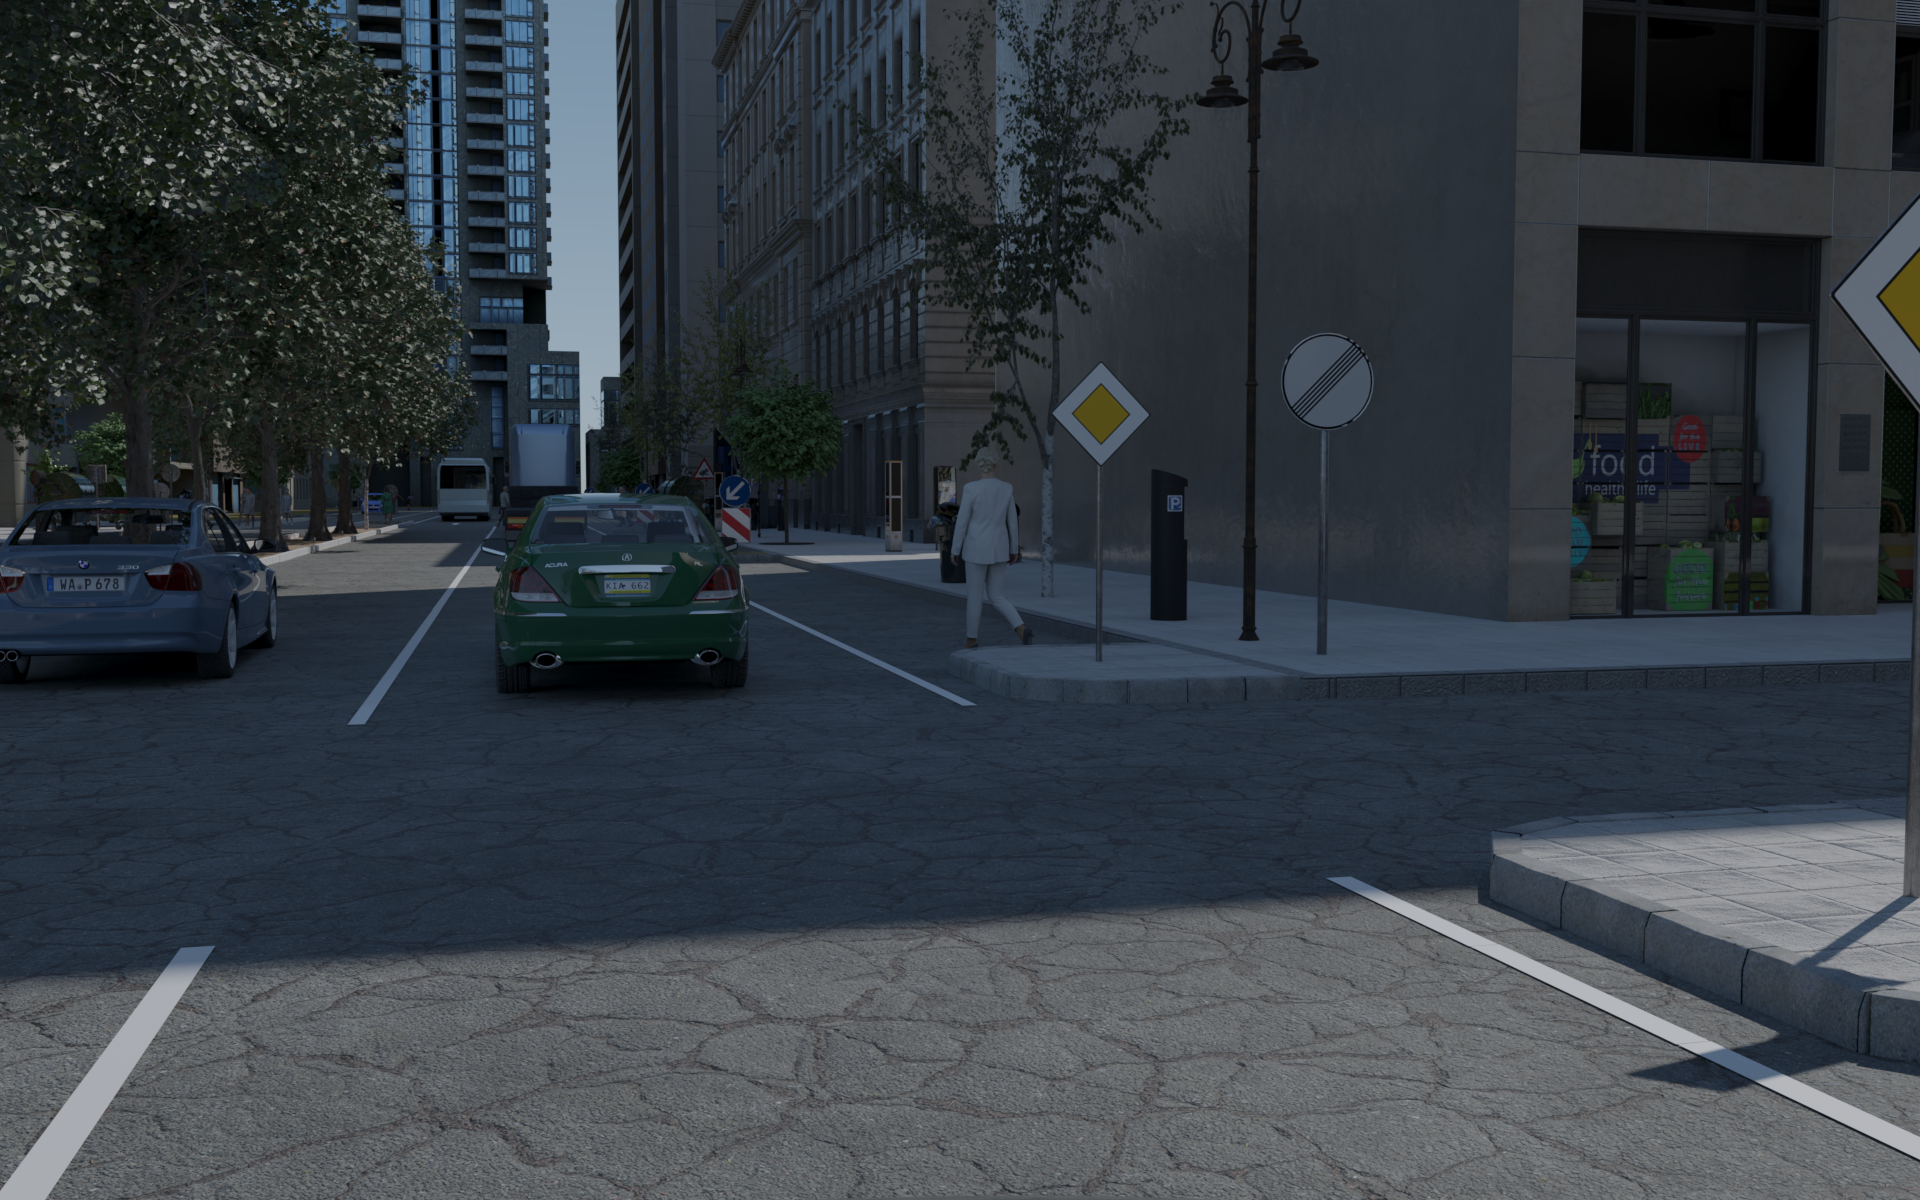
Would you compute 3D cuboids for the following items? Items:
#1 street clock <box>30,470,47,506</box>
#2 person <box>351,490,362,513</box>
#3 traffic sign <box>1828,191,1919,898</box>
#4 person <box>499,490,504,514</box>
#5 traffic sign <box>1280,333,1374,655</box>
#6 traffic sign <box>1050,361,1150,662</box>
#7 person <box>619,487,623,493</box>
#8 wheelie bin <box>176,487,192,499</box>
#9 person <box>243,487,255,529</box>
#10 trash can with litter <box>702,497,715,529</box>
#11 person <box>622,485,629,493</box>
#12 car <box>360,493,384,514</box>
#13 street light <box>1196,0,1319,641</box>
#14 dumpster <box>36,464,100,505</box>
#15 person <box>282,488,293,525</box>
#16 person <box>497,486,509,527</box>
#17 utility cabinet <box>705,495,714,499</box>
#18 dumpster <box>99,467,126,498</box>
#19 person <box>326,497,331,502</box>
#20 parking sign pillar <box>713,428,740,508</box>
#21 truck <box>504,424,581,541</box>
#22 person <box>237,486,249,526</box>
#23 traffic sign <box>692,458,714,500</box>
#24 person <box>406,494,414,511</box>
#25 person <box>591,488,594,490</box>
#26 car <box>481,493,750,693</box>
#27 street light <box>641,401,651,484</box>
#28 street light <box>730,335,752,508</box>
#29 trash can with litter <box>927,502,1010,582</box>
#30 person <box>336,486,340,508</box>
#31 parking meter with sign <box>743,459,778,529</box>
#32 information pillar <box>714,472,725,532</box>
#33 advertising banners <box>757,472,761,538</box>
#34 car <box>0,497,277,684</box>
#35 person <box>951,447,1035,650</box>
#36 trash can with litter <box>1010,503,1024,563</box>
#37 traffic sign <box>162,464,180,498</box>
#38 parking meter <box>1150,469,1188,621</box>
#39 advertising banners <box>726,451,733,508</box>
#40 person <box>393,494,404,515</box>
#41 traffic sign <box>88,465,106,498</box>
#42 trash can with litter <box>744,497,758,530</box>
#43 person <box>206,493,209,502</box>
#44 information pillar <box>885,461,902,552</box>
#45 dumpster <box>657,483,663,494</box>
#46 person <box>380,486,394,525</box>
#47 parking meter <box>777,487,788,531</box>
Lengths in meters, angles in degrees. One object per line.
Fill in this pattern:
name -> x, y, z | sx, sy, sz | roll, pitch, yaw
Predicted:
street clock -> -28.074, -2.950, 52.800 | 0.471, 2.002, 0.358 | 2, 4, 28
person -> -45.368, -7.377, 129.896 | 1.217, 1.735, 0.721 | 1, 4, 9
traffic sign -> 3.035, -0.111, 5.464 | 0.795, 2.450, 0.064 | -1, 4, -14
person -> -32.525, -6.950, 123.048 | 0.530, 1.710, 0.541 | -1, 4, -12
traffic sign -> 2.895, -0.836, 13.777 | 0.768, 2.556, 0.104 | -1, 4, -9
traffic sign -> 1.061, -0.585, 13.202 | 0.795, 2.450, 0.064 | -1, 4, -14
person -> -15.849, -4.413, 81.130 | 0.782, 1.767, 0.515 | 2, 4, 30
wheelie bin -> -34.733, -4.260, 77.564 | 0.693, 1.594, 0.980 | -2, 4, -26
person -> -29.405, -3.819, 71.699 | 0.466, 1.731, 0.760 | -1, 4, -17
trash can with litter -> -8.735, -2.989, 60.257 | 0.624, 1.170, 1.055 | -1, 4, -17
person -> -14.687, -4.110, 75.802 | 0.767, 1.812, 0.694 | 1, 4, 21
car -> -41.581, -6.942, 123.087 | 1.945, 1.707, 3.694 | -1, 4, -15
street light -> 2.536, -2.583, 15.024 | 0.468, 5.910, 1.993 | -1, 4, -14
dumpster -> -29.216, -3.301, 56.459 | 1.502, 2.255, 1.985 | -1, 4, -14
person -> -30.929, -4.291, 79.663 | 0.512, 1.701, 0.522 | -1, 4, -9
person -> -19.711, -4.043, 75.087 | 0.782, 1.767, 0.515 | 3, 5, 42
utility cabinet -> -11.912, -4.335, 82.032 | 0.306, 1.237, 1.020 | 2, 4, 33
dumpster -> -30.567, -3.645, 62.091 | 1.502, 2.255, 1.985 | -1, 4, -14
person -> -40.618, -6.209, 110.022 | 1.348, 1.824, 0.705 | -3, 5, -42
parking sign pillar -> -9.561, -5.051, 71.055 | 1.447, 3.967, 1.447 | 2, 4, 28
truck -> -14.704, -4.369, 61.199 | 2.967, 4.110, 18.799 | -1, 4, -14
person -> -31.878, -4.177, 77.134 | 0.599, 1.781, 0.374 | 0, 4, -2
traffic sign -> -9.117, -3.780, 61.811 | 0.884, 2.594, 0.081 | -1, 4, -12
person -> -47.729, -8.476, 150.308 | 0.697, 1.427, 0.421 | -2, 4, -33
person -> -24.775, -6.606, 116.516 | 0.705, 1.824, 1.348 | 0, 4, -8
car -> -2.799, -0.137, 14.043 | 2.131, 1.459, 4.920 | -1, 4, -13
street light -> -15.552, -6.932, 86.127 | 0.468, 5.910, 1.993 | -1, 4, -14
street light -> -6.383, -4.760, 50.607 | 0.468, 5.910, 1.993 | -1, 4, -14
trash can with litter -> 0.089, -0.848, 25.255 | 1.055, 1.170, 0.624 | -3, 5, -42
person -> -27.516, -4.203, 77.198 | 0.573, 1.828, 0.580 | 1, 4, 14
parking meter with sign -> -7.378, -4.130, 63.782 | 0.543, 3.016, 1.738 | 2, 4, 28
information pillar -> -8.146, -3.319, 58.753 | 0.304, 2.012, 0.304 | 0, 4, 6
advertising banners -> -5.982, -3.391, 51.631 | 0.090, 3.025, 2.074 | 0, 4, -5
car -> -6.849, -0.153, 14.509 | 2.014, 1.417, 4.499 | -1, 4, -15
person -> 0.279, -0.409, 15.071 | 0.818, 1.842, 0.514 | 3, 5, 41
trash can with litter -> 0.851, -1.291, 32.500 | 0.624, 1.170, 1.055 | 1, 4, 11
traffic sign -> -33.232, -4.455, 72.951 | 0.768, 2.556, 0.104 | -1, 4, -8
parking meter -> 2.128, -0.564, 17.630 | 0.372, 1.533, 0.369 | 0, 3, 0
advertising banners -> -8.813, -4.296, 66.421 | 0.090, 3.025, 2.074 | 0, 4, -1
person -> -39.200, -6.789, 120.223 | 1.217, 1.743, 0.721 | -1, 4, -13
traffic sign -> -30.219, -3.581, 60.673 | 0.606, 2.300, 0.079 | 0, 4, -7
trash can with litter -> -7.510, -3.049, 61.239 | 0.624, 1.170, 1.055 | -2, 4, -25
person -> -30.888, -3.792, 70.594 | 0.850, 1.850, 0.679 | -1, 4, -20
information pillar -> -1.470, -2.075, 38.415 | 0.304, 2.012, 0.304 | -2, 4, -23
dumpster -> -11.948, -4.070, 72.305 | 1.264, 1.857, 1.865 | -1, 4, -14
person -> -26.678, -4.397, 80.636 | 0.600, 1.795, 0.529 | -2, 4, -28
parking meter -> -6.169, -3.176, 60.336 | 0.372, 1.533, 0.369 | 0, 3, 0
